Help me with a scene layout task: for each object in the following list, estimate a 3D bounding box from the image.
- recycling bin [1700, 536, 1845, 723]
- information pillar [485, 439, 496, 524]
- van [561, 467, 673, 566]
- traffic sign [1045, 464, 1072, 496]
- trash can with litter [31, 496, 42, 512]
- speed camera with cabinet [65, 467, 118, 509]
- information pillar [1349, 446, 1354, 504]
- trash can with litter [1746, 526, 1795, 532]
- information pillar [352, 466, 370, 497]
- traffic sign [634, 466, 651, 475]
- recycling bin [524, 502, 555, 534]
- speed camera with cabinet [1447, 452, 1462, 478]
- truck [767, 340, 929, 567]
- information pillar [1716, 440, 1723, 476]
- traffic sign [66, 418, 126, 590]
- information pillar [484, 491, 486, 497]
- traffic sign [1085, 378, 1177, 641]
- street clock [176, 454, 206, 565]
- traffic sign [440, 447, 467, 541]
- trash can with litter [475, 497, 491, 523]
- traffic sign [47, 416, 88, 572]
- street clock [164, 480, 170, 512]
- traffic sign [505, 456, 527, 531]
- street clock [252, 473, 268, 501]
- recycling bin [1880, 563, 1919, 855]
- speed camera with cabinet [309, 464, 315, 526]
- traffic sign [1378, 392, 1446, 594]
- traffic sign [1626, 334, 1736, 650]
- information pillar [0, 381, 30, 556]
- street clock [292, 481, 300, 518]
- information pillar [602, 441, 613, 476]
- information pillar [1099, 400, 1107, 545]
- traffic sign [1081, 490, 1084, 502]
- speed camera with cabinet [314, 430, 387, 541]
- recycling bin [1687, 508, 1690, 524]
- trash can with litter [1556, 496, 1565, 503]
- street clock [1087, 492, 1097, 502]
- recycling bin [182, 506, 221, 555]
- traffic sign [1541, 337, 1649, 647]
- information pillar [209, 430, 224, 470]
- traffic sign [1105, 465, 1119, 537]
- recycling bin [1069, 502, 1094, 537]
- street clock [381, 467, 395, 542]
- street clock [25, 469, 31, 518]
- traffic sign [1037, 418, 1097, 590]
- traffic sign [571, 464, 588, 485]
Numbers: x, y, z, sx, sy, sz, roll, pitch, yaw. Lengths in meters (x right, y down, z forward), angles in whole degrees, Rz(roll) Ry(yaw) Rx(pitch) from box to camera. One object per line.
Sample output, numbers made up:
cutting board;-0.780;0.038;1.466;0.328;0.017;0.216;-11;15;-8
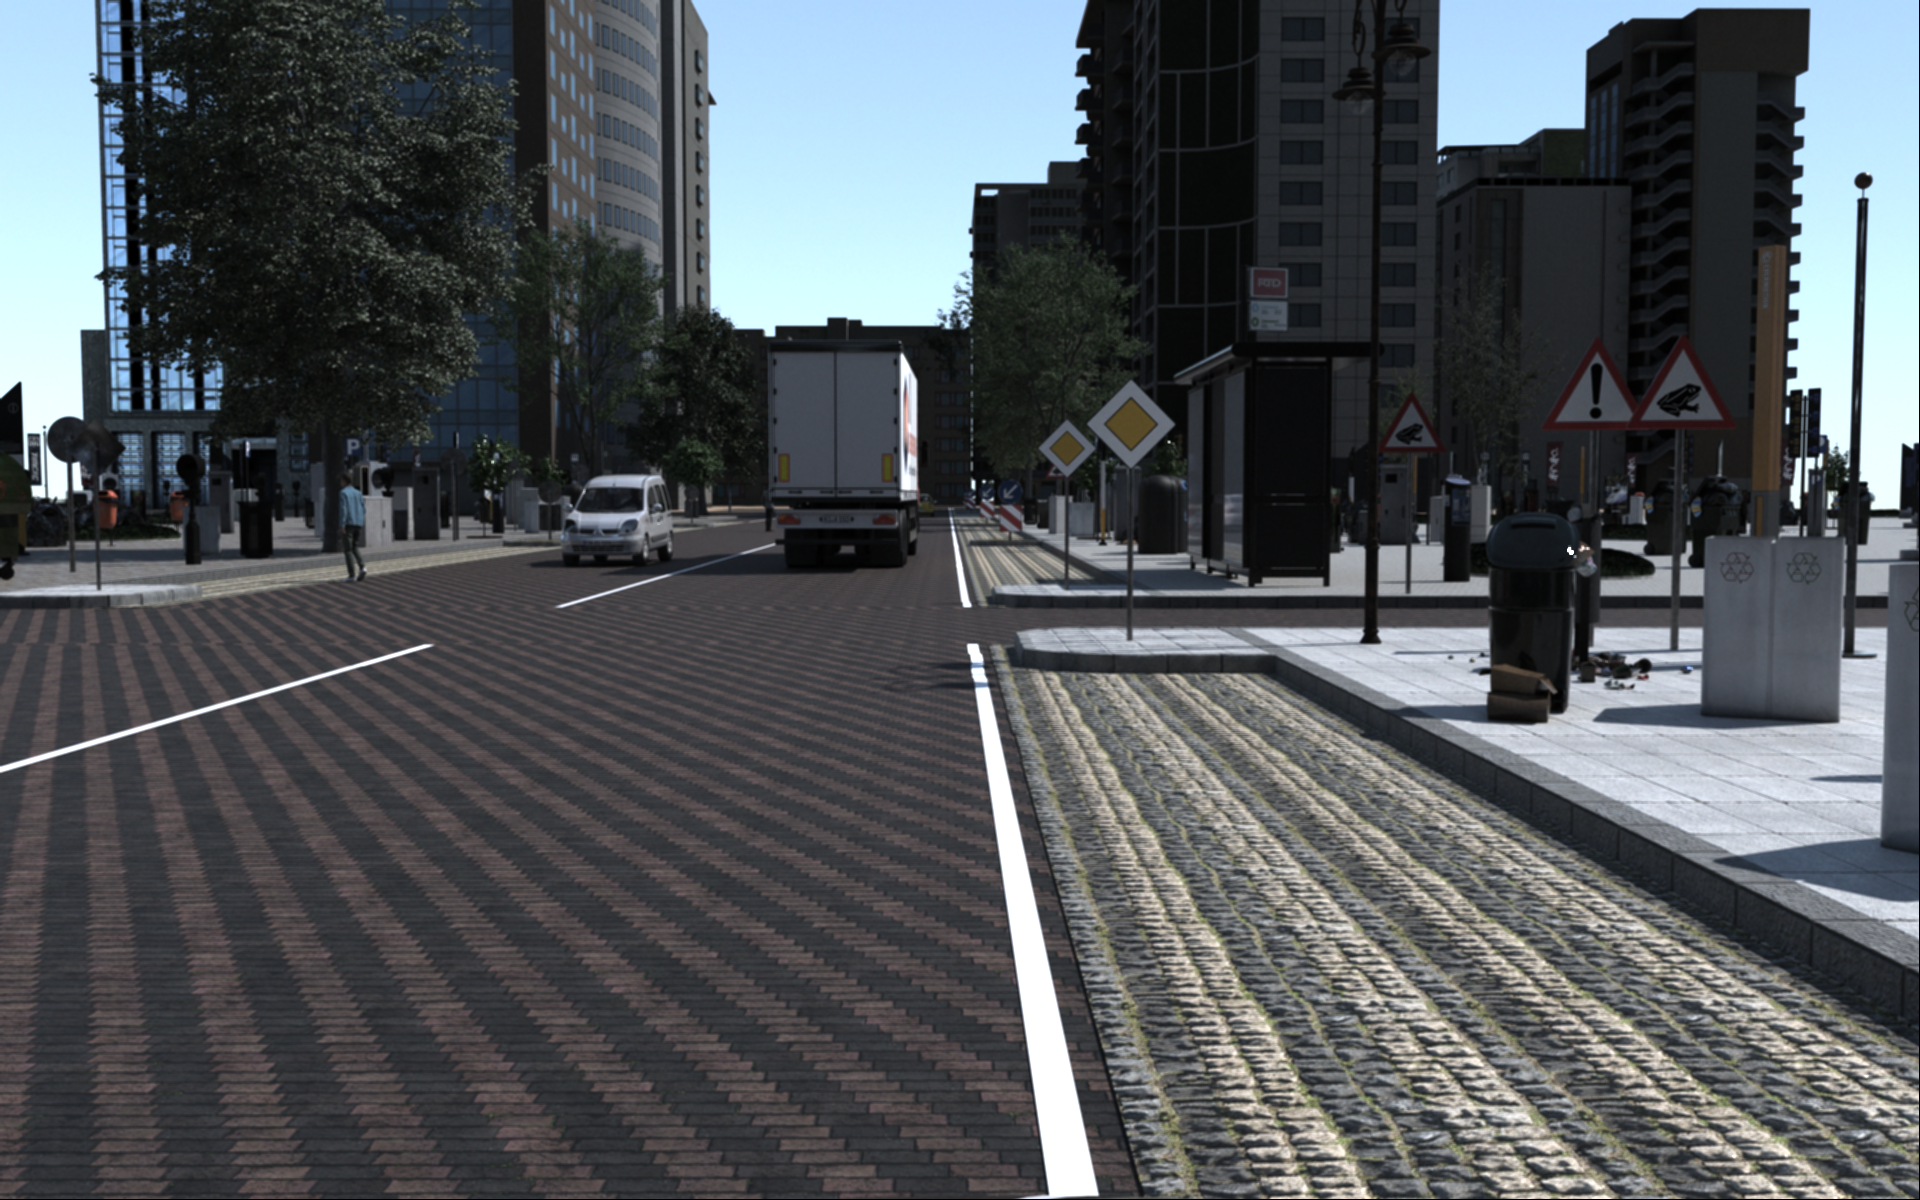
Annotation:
recycling bin;4.759;0.148;10.133;0.722;1.027;0.722;2;4;27
information pillar;-20.008;-5.066;74.187;0.183;3.616;0.504;0;4;6
van;-7.059;-1.765;35.863;2.013;2.044;4.112;0;4;1
traffic sign;3.249;-3.502;57.265;0.884;2.594;0.081;0;4;5
trash can with litter;-31.040;-2.919;58.786;1.678;1.210;2.233;0;4;-2
speed camera with cabinet;-37.992;-4.982;75.788;2.038;3.252;0.660;-2;4;-35
information pillar;19.309;-5.753;85.419;0.183;3.616;0.504;0;4;-6
trash can with litter;27.643;-2.931;58.979;1.678;1.210;2.233;1;4;19
information pillar;-15.631;-2.491;45.221;0.304;2.012;0.304;2;4;25
traffic sign;-14.286;-4.758;77.907;0.768;2.556;0.104;0;4;1
recycling bin;-13.743;-2.697;56.647;0.722;1.027;0.722;3;5;39
speed camera with cabinet;22.879;-5.262;80.362;0.660;3.252;2.038;2;4;23
truck;-2.215;-2.951;37.171;2.839;4.237;11.283;0;4;1
information pillar;32.678;-5.090;74.579;0.183;3.616;0.504;3;5;40
traffic sign;-11.471;-1.185;23.019;0.795;2.450;0.064;0;4;0
information pillar;-21.944;-5.449;80.443;0.183;3.616;0.504;2;4;27
traffic sign;1.484;-0.701;15.111;0.795;2.450;0.064;0;4;0
street clock;-13.965;-1.647;31.499;0.471;2.002;0.358;1;4;17
traffic sign;-13.822;-2.886;47.286;0.768;2.556;0.104;1;4;9
trash can with litter;-20.854;-3.983;76.512;0.624;1.170;1.055;2;4;29
traffic sign;-14.580;-1.730;28.389;0.768;2.556;0.104;0;4;1
street clock;-40.454;-5.126;88.377;0.358;2.002;0.471;-1;4;-14
traffic sign;-15.353;-3.652;59.719;0.884;2.594;0.081;0;4;7
street clock;-27.384;-3.862;67.707;0.471;2.002;0.358;-2;4;-29
recycling bin;3.818;0.392;6.140;0.722;1.027;0.722;-2;4;-28
speed camera with cabinet;-18.763;-3.468;51.030;0.660;3.252;2.038;-1;4;-15
traffic sign;5.759;-1.357;22.187;0.884;2.594;0.081;0;4;1
traffic sign;5.893;-0.869;14.217;0.884;2.594;0.081;0;4;3
information pillar;-19.736;-2.736;36.092;0.504;3.616;0.183;0;4;1
street clock;-36.235;-5.506;94.600;0.358;2.002;0.471;0;4;4
information pillar;-15.687;-5.238;76.999;0.504;3.616;0.183;-3;5;-40
information pillar;3.580;-3.182;43.378;0.183;3.616;0.504;0;4;0
traffic sign;3.870;-3.336;54.645;0.768;2.556;0.104;0;4;3
speed camera with cabinet;-16.782;-3.279;47.952;0.660;3.252;2.038;2;4;25
recycling bin;22.453;-2.427;52.240;0.722;1.027;0.722;0;4;-6
trash can with litter;31.219;-4.762;89.246;0.624;1.170;1.055;-3;5;-41
street clock;4.299;-3.167;56.350;0.358;2.002;0.471;-3;4;-37
recycling bin;-16.083;-1.479;36.730;0.722;1.027;0.722;-2;4;-24
traffic sign;5.290;-0.885;14.478;0.884;2.594;0.081;0;4;5
information pillar;-26.808;-4.352;62.518;0.504;3.616;0.183;0;4;3
traffic sign;4.427;-3.015;51.419;0.606;2.300;0.079;0;4;6
recycling bin;3.659;-2.443;52.502;0.722;1.027;0.722;-1;4;-8
street clock;-15.322;-2.559;46.411;0.358;2.002;0.471;0;4;-2
street clock;-27.337;-2.812;50.548;0.358;2.002;0.471;0;3;0
traffic sign;1.423;-1.190;23.096;0.795;2.450;0.064;0;4;0
traffic sign;-16.251;-4.517;73.952;0.768;2.556;0.104;0;4;4
